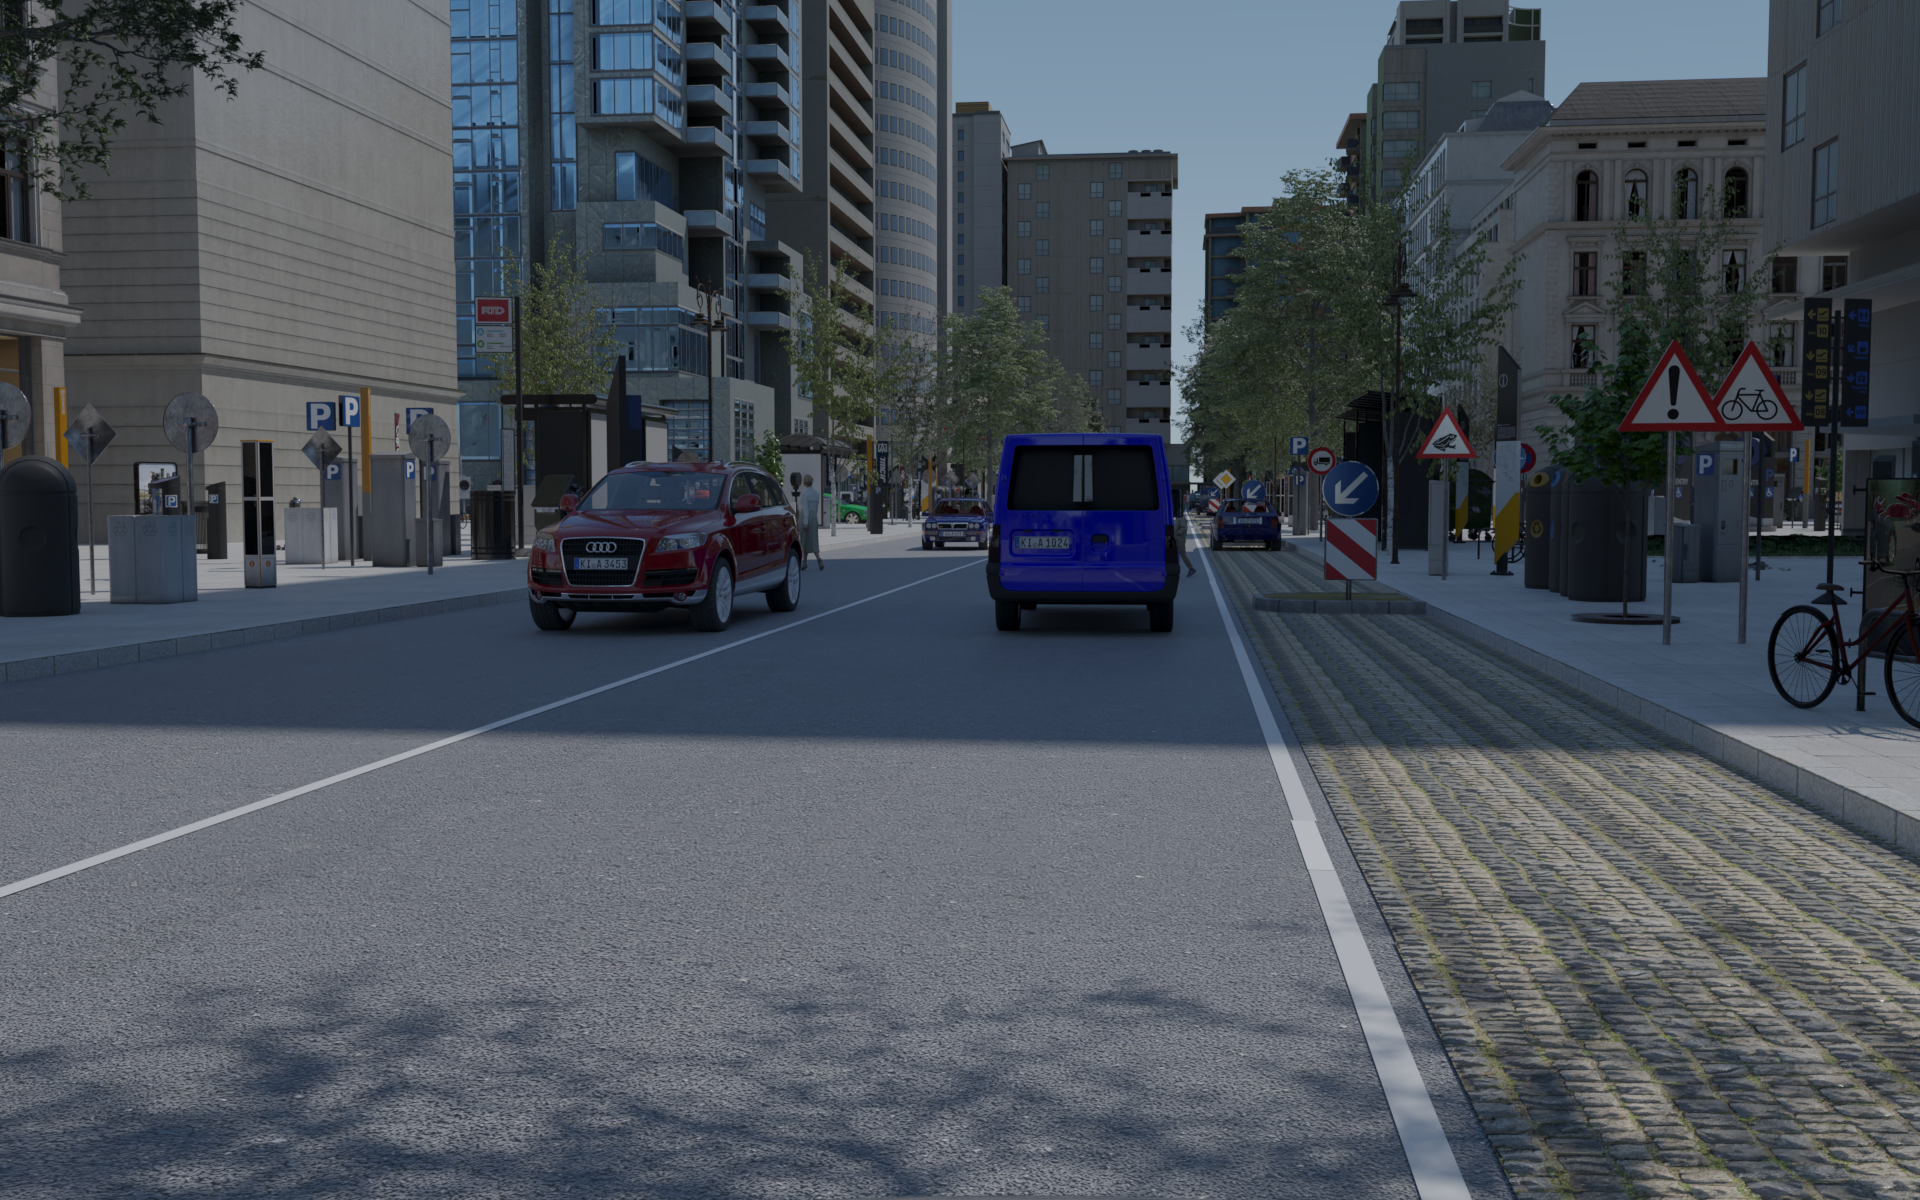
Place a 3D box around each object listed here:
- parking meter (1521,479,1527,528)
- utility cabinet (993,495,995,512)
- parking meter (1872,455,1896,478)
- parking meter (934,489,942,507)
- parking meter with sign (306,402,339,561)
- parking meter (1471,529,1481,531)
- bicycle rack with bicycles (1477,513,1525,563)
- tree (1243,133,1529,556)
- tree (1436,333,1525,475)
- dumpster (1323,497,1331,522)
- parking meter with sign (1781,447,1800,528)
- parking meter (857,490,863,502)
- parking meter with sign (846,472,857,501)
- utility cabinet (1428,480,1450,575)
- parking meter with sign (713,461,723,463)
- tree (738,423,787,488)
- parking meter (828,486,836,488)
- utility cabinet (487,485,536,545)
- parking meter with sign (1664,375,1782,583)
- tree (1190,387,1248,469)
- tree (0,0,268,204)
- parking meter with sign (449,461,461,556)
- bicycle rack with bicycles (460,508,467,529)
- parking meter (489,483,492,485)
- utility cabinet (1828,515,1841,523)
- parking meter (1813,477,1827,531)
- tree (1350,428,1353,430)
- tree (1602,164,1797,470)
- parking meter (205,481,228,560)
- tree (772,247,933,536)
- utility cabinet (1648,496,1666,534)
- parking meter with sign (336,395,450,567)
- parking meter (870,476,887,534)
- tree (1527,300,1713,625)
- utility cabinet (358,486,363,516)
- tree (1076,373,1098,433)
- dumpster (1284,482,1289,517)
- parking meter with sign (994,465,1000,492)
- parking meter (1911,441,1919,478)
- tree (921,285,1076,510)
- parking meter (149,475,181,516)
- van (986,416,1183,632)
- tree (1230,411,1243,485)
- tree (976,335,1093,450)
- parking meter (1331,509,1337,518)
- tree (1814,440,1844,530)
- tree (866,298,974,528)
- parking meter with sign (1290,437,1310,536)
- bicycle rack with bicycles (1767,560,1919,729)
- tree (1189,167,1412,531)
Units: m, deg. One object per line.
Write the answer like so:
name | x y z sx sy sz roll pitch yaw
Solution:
parking meter | 20.102 -3.450 62.122 0.399 1.863 0.255 1 4 22
utility cabinet | 2.406 -5.464 100.499 1.020 1.237 0.306 0 4 -1
parking meter | 13.820 -1.237 25.942 0.255 1.863 0.399 3 4 38
parking meter | -1.023 -4.392 80.212 0.372 1.533 0.369 0 3 0
parking meter with sign | -11.991 -2.284 33.606 0.543 3.016 1.738 0 4 5
parking meter | 17.045 -2.986 57.235 0.372 1.533 0.369 0 3 0
bicycle rack with bicycles | 11.326 -1.211 33.182 2.925 0.926 2.852 0 4 -3
tree | 9.107 -5.215 35.626 4.737 8.622 4.395 0 3 0
tree | 24.116 -7.916 79.787 4.360 8.622 3.978 0 3 0
dumpster | 17.150 -4.647 78.468 1.502 2.255 1.985 0 4 7
parking meter with sign | 30.434 -4.198 64.903 1.738 3.016 0.543 0 4 -3
parking meter | -6.381 -6.256 110.688 0.372 1.533 0.369 0 3 0
parking meter with sign | -8.283 -8.373 133.161 0.543 3.016 1.738 -2 4 -28
utility cabinet | 7.652 -1.161 27.656 0.318 1.500 1.173 1 4 14
parking meter with sign | -12.912 -5.692 89.318 0.543 3.016 1.738 2 4 25
tree | -5.172 -3.222 47.278 1.663 3.219 1.824 0 3 0
parking meter | -6.348 -4.919 86.143 0.255 1.863 0.399 -3 4 -37
utility cabinet | -11.172 -2.112 43.206 1.173 1.500 0.318 -1 4 -12
parking meter with sign | 11.074 -1.772 25.240 1.738 3.016 0.543 -2 4 -25
tree | 22.785 -13.157 140.868 9.928 11.665 9.643 0 3 0
tree | -8.567 -4.744 11.982 8.767 10.594 7.601 -1 4 -16
parking meter with sign | -10.828 -2.418 35.800 0.543 3.016 1.738 0 4 4
bicycle rack with bicycles | -19.851 -3.089 63.888 2.852 0.926 2.925 -3 5 -40
parking meter | -24.110 -5.128 89.551 0.399 1.863 0.255 2 4 35
utility cabinet | 39.096 -4.015 76.815 1.020 1.237 0.306 1 4 16
parking meter | 29.602 -3.295 59.590 0.255 1.863 0.399 0 4 -2
tree | 30.917 -10.774 126.515 4.360 8.622 3.978 0 3 0
tree | 16.603 -5.467 39.754 4.737 8.622 4.395 0 3 0
parking meter | -14.622 -1.568 34.056 0.372 1.533 0.369 0 3 0
tree | -3.632 -6.220 52.063 4.737 8.622 4.395 0 3 0
utility cabinet | 20.666 -2.477 51.668 0.306 1.237 1.020 3 5 40
parking meter with sign | -10.020 -2.101 30.610 1.738 3.016 0.543 1 4 12
parking meter | -2.654 -3.032 55.282 0.399 1.863 0.255 -2 4 -29
tree | 6.744 -1.401 17.509 1.663 3.219 1.824 0 3 0
utility cabinet | -15.865 -2.301 46.299 1.173 1.500 0.318 -3 4 -36
tree | 7.344 -13.841 144.424 7.486 12.596 7.792 0 3 0
dumpster | 15.096 -4.473 78.892 1.264 1.857 1.865 0 4 7
parking meter with sign | 2.311 -6.610 104.331 0.543 3.016 1.738 0 4 3
parking meter | 10.457 -0.797 18.736 0.255 1.863 0.399 1 4 14
tree | 1.657 -10.756 93.990 7.486 12.596 7.792 0 3 0
parking meter | -10.587 -0.899 23.108 0.372 1.533 0.369 0 3 0
van | 1.465 -0.939 19.732 2.240 2.365 5.245 0 4 6
tree | 15.953 -8.413 87.914 4.737 8.622 4.395 0 3 0
tree | 5.487 -13.487 130.886 12.009 13.543 11.850 0 3 0
parking meter | 14.415 -3.545 66.377 0.372 1.533 0.369 0 3 0
tree | 31.647 -4.159 62.599 1.663 3.219 1.824 0 3 0
tree | -1.691 -7.087 66.242 4.360 8.622 3.978 0 3 0
parking meter with sign | 10.576 -3.510 53.644 0.543 3.016 1.738 1 4 17
bicycle rack with bicycles | 6.190 0.251 9.277 2.852 0.926 2.925 0 4 -5
tree | 12.296 -8.747 61.142 7.486 12.596 7.792 0 3 0
